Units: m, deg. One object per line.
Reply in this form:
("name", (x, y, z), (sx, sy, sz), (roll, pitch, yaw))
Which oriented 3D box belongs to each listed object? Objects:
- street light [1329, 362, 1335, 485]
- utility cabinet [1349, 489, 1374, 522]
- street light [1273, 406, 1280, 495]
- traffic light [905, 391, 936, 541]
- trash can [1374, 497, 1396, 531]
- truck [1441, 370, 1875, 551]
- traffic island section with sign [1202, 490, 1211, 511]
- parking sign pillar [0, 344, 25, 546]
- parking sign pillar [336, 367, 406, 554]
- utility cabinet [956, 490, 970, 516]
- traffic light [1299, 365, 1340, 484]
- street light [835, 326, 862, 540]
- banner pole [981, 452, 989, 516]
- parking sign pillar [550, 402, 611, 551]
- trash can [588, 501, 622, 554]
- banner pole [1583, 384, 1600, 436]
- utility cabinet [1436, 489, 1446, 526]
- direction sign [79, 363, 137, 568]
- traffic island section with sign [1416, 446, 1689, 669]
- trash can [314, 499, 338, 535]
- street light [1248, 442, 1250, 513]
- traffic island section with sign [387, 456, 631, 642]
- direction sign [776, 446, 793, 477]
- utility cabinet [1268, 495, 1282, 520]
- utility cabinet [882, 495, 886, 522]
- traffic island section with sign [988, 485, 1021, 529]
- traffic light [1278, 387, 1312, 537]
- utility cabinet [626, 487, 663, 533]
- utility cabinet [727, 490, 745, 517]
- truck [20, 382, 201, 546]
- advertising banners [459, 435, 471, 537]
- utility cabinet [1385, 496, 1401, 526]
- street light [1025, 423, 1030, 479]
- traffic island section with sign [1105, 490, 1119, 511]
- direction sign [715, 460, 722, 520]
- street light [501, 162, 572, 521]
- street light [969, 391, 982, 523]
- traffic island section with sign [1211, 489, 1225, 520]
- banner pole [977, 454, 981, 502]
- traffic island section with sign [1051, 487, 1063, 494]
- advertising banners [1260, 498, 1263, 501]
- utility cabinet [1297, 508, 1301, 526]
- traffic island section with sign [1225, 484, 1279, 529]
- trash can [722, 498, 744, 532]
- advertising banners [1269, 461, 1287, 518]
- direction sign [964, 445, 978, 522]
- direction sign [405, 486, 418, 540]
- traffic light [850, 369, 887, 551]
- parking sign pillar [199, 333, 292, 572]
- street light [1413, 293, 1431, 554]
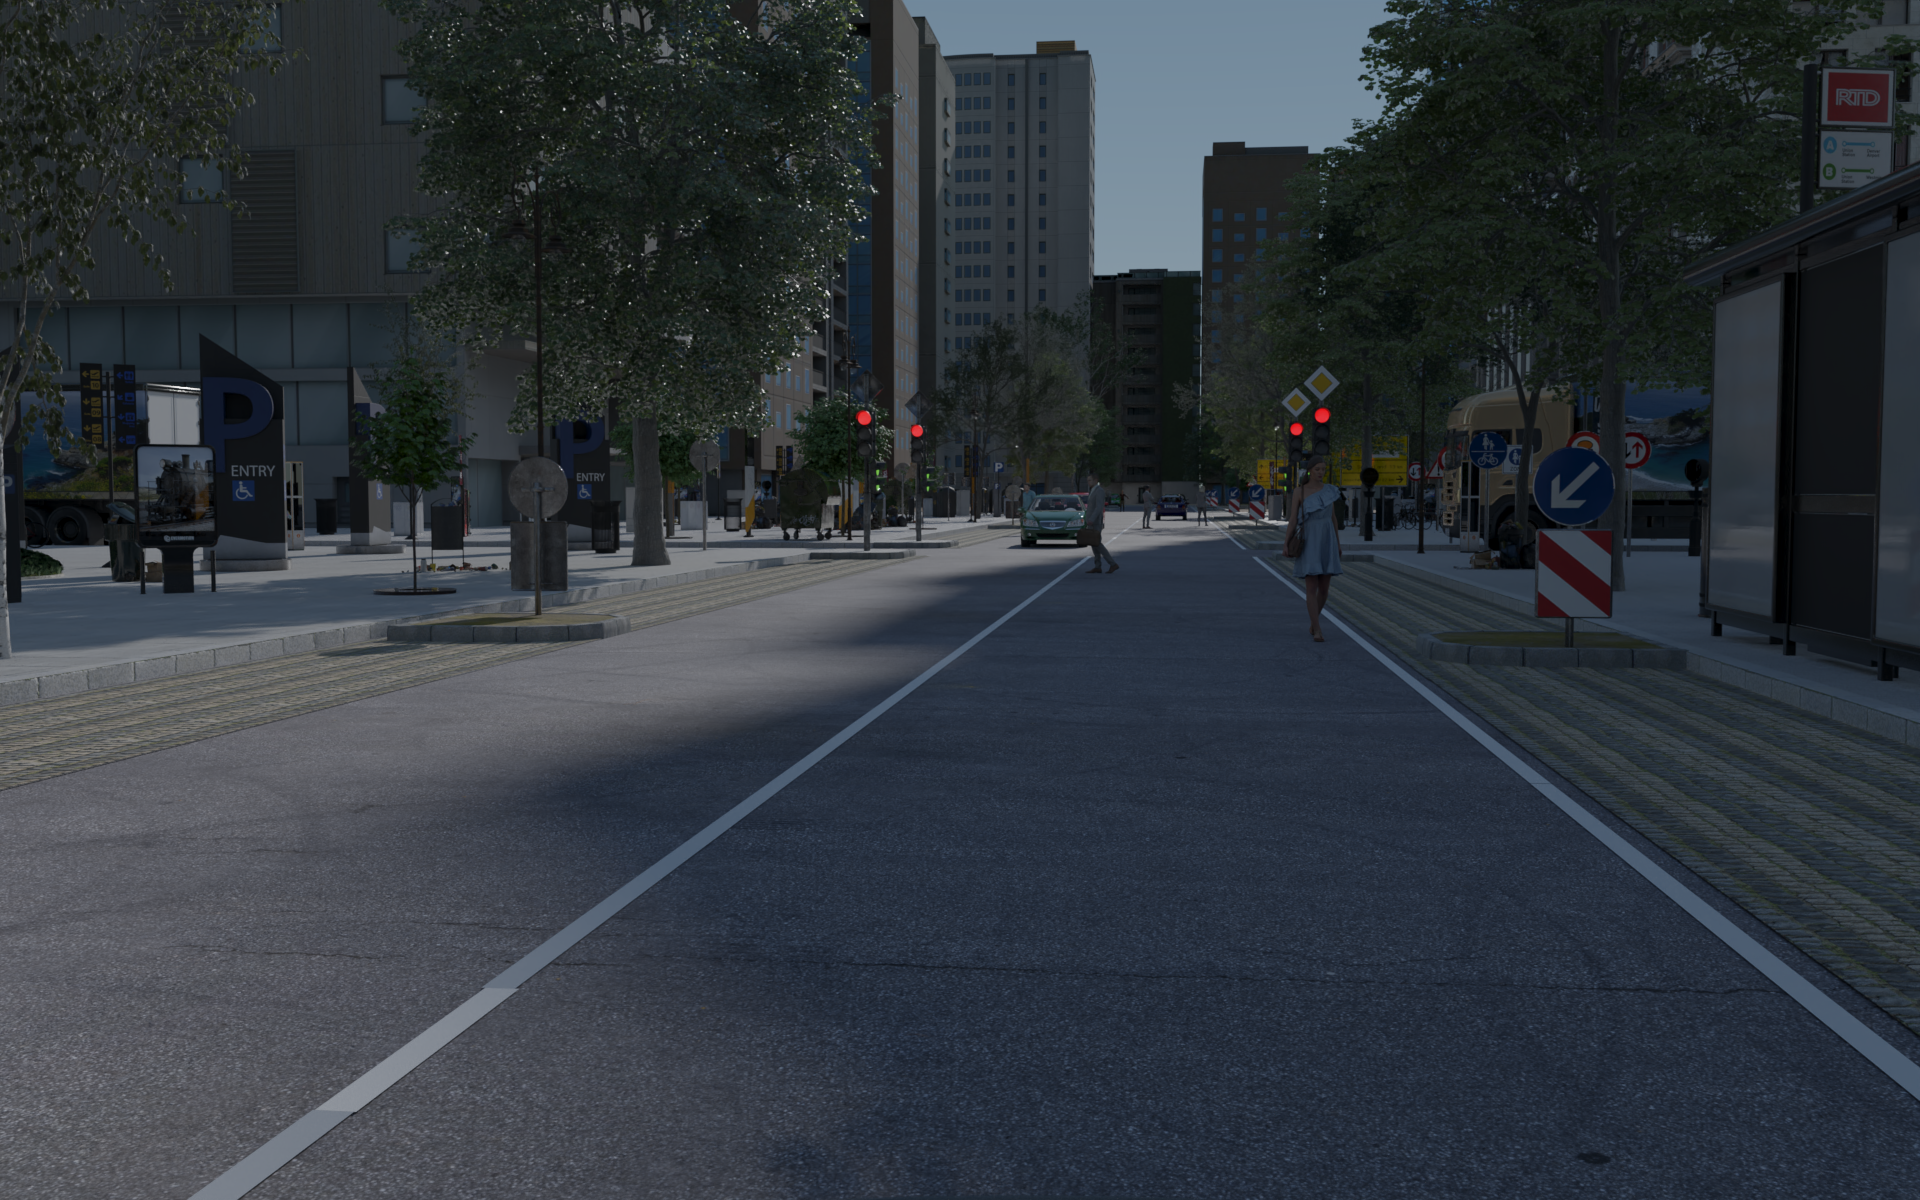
("street light", (12.694, -5.289, 59.269), (0.468, 5.910, 1.993), (0, 4, 7))
("utility cabinet", (18.380, -4.323, 79.367), (1.173, 1.500, 0.318), (-2, 4, -25))
("street light", (16.361, -7.143, 89.570), (0.468, 5.910, 1.993), (0, 4, 7))
("traffic light", (-1.101, -3.549, 46.947), (0.839, 4.253, 0.868), (0, 4, 7))
("trash can", (14.736, -2.964, 60.116), (0.748, 1.137, 0.748), (0, 3, 0))
("truck", (16.493, -3.155, 40.502), (11.283, 4.237, 2.839), (0, 4, 6))
("traffic island section with sign", (21.411, -8.452, 146.825), (1.989, 1.847, 2.006), (0, 4, 7))
("parking sign pillar", (-17.271, -2.571, 30.502), (1.447, 3.967, 1.447), (-3, 4, -36))
("parking sign pillar", (-12.741, -2.991, 37.370), (1.447, 3.967, 1.447), (0, 4, 2))
("utility cabinet", (0.167, -5.610, 100.402), (0.318, 1.500, 1.173), (2, 4, 26))
("traffic light", (7.852, -2.990, 37.809), (0.839, 4.253, 0.868), (0, 4, 7))
("street light", (-3.058, -4.588, 47.798), (0.468, 5.910, 1.993), (0, 4, 7))
("banner pole", (1.607, -6.940, 103.480), (0.401, 3.779, 0.863), (0, 4, 1))
("parking sign pillar", (-8.733, -3.142, 39.841), (1.447, 3.967, 1.447), (-2, 4, -35))
("trash can", (-7.685, -1.584, 37.546), (0.748, 1.137, 0.748), (0, 3, 0))
("banner pole", (13.296, -2.830, 36.281), (0.401, 3.779, 0.863), (-3, 5, -43))
("utility cabinet", (19.772, -3.738, 69.790), (1.173, 1.500, 0.318), (-2, 4, -25))
("direction sign", (-14.802, -2.335, 30.179), (0.876, 3.537, 0.379), (-3, 4, -36))
("traffic island section with sign", (5.085, -0.400, 15.172), (1.989, 1.847, 2.006), (0, 4, 7))
("trash can", (-19.962, -2.625, 54.569), (0.748, 1.137, 0.748), (0, 3, 0))
("street light", (19.902, -8.942, 118.994), (0.468, 5.910, 1.993), (0, 4, 7))
("traffic island section with sign", (-4.456, -0.549, 17.597), (1.989, 1.847, 2.006), (0, 4, 7))
("direction sign", (-8.192, -5.439, 80.929), (0.876, 3.537, 0.379), (1, 4, 21))
("utility cabinet", (15.473, -4.523, 85.116), (0.306, 1.237, 1.020), (2, 4, 33))
("utility cabinet", (-3.885, -4.114, 78.418), (1.020, 1.237, 0.306), (-2, 4, -26))
("traffic island section with sign", (2.224, -3.843, 71.466), (1.989, 1.847, 2.006), (0, 4, 7))
("traffic light", (8.836, -3.475, 45.734), (0.839, 4.253, 0.868), (0, 4, 7))
("utility cabinet", (-10.375, -2.954, 56.979), (1.173, 1.500, 0.318), (0, 4, -2))
("utility cabinet", (-12.443, -5.406, 97.067), (1.173, 1.500, 0.318), (0, 4, 6))
("truck", (-25.738, -3.453, 45.371), (11.283, 4.237, 2.839), (0, 4, 8))
("advertising banners", (-14.862, -3.411, 51.956), (0.090, 3.025, 2.074), (0, 4, -8))
("utility cabinet", (17.403, -3.580, 69.697), (0.306, 1.237, 1.020), (0, 4, -6))
("street light", (4.250, -8.204, 106.928), (0.468, 5.910, 1.993), (0, 4, 7))
("traffic island section with sign", (15.070, -10.174, 174.974), (1.989, 1.847, 2.006), (0, 4, 7))
("direction sign", (-11.873, -5.696, 85.133), (0.379, 3.537, 0.876), (0, 4, 2))
("street light", (-5.965, -3.168, 24.586), (0.468, 5.910, 1.993), (0, 4, 7))
("street light", (0.680, -6.405, 77.507), (0.468, 5.910, 1.993), (0, 4, 7))
("traffic island section with sign", (15.306, -5.440, 97.573), (1.989, 1.847, 2.006), (0, 4, 7))
("banner pole", (1.218, -7.185, 107.491), (0.401, 3.779, 0.863), (2, 4, 31))
("traffic island section with sign", (5.552, -5.485, 98.308), (1.989, 1.847, 2.006), (0, 4, 7))
("advertising banners", (17.893, -6.518, 102.753), (0.090, 3.025, 2.074), (2, 4, 28))
("utility cabinet", (13.628, -3.687, 68.963), (0.318, 1.500, 1.173), (2, 4, 30))
("traffic island section with sign", (11.972, -3.795, 70.681), (1.989, 1.847, 2.006), (0, 4, 7))
("trash can", (-7.776, -2.912, 59.266), (0.748, 1.137, 0.748), (0, 3, 0))
("advertising banners", (17.012, -5.883, 92.379), (0.090, 3.025, 2.074), (-1, 4, -19))
("direction sign", (0.515, -5.381, 79.975), (0.876, 3.537, 0.379), (3, 5, 44))
("direction sign", (-15.489, -3.474, 48.799), (0.379, 3.537, 0.876), (-2, 4, -27))
("traffic light", (-2.085, -3.064, 39.022), (0.839, 4.253, 0.868), (0, 4, 7))
("parking sign pillar", (-12.054, -2.487, 29.130), (1.447, 3.967, 1.447), (-1, 4, -17))
("street light", (9.943, -3.939, 37.184), (0.468, 5.910, 1.993), (0, 4, 7))
